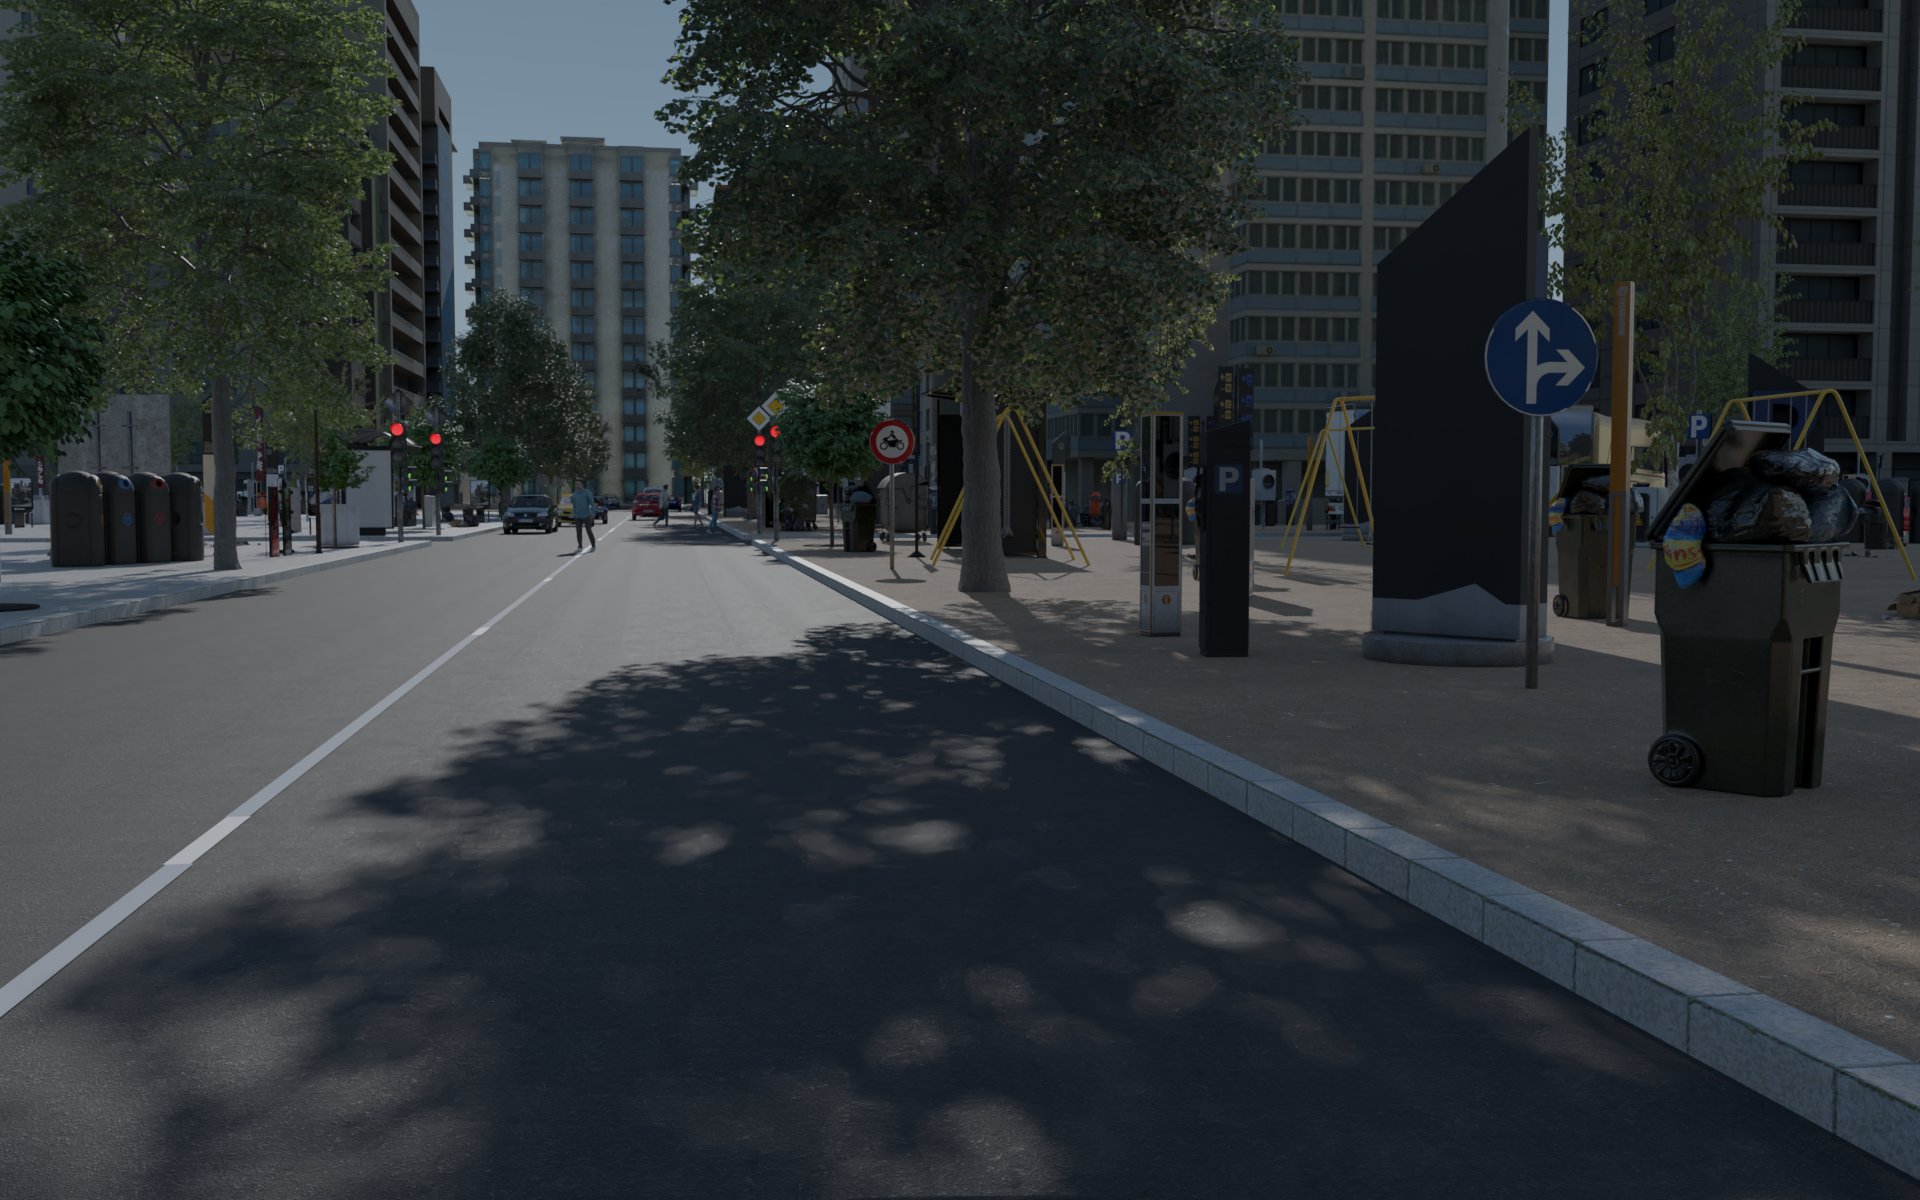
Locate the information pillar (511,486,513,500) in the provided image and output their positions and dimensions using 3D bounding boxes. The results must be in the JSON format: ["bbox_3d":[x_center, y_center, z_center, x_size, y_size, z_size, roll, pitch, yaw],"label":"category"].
[{"bbox_3d":[-28.136,-7.179,108.735,0.183,3.616,0.504,0,4,-5],"label":"information pillar"}]

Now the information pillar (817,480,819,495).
[{"bbox_3d":[-9.924,-7.871,120.052,0.183,3.616,0.504,-3,5,-40],"label":"information pillar"}]

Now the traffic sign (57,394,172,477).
[{"bbox_3d":[-17.259,-2.537,35.347,2.265,3.308,0.079,0,4,-2],"label":"traffic sign"}]

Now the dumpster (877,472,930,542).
[{"bbox_3d":[-1.524,-2.529,47.110,1.264,1.857,1.865,-1,4,-10],"label":"dumpster"}]

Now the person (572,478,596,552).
[{"bbox_3d":[-9.296,-2.104,42.913,0.660,1.820,0.620,1,4,16],"label":"person"}]

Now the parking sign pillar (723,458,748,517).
[{"bbox_3d":[-12.843,-6.764,99.062,1.447,3.967,1.447,1,4,10],"label":"parking sign pillar"}]

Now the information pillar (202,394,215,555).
[{"bbox_3d":[-15.663,-2.760,36.480,0.504,3.616,0.183,-1,4,-8],"label":"information pillar"}]

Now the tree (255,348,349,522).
[{"bbox_3d":[-33.833,-8.476,88.939,4.737,8.622,4.395,0,3,0],"label":"tree"}]

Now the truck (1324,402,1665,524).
[{"bbox_3d":[17.341,-4.043,55.013,11.283,4.237,2.839,-1,4,-10],"label":"truck"}]

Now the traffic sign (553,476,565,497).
[{"bbox_3d":[-28.635,-7.562,123.649,0.884,2.594,0.081,0,4,-4],"label":"traffic sign"}]

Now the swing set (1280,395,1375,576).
[{"bbox_3d":[7.191,-1.799,27.037,2.862,2.851,3.119,-3,5,-44],"label":"swing set"}]

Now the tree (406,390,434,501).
[{"bbox_3d":[-38.557,-10.480,121.714,4.360,8.622,3.978,0,3,0],"label":"tree"}]

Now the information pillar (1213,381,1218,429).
[{"bbox_3d":[4.870,-2.515,32.475,0.183,3.616,0.504,-1,4,-12],"label":"information pillar"}]

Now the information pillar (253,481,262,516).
[{"bbox_3d":[-40.991,-5.907,101.066,0.304,2.012,0.304,2,4,33],"label":"information pillar"}]

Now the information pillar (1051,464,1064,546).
[{"bbox_3d":[2.413,-2.342,42.783,0.304,2.012,0.304,0,4,7],"label":"information pillar"}]

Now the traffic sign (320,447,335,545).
[{"bbox_3d":[-15.191,-2.563,42.016,0.768,2.556,0.104,0,4,-5],"label":"traffic sign"}]

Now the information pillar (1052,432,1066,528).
[{"bbox_3d":[3.709,-4.494,64.826,0.504,3.616,0.183,-1,4,-13],"label":"information pillar"}]

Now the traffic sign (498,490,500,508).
[{"bbox_3d":[-28.253,-6.484,106.125,0.768,2.556,0.104,0,4,-5],"label":"traffic sign"}]

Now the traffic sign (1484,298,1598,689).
[{"bbox_3d":[3.775,-0.688,11.361,0.768,2.556,0.104,0,4,-7],"label":"traffic sign"}]

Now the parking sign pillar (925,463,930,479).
[{"bbox_3d":[-1.740,-7.791,115.855,1.447,3.967,1.447,3,4,38],"label":"parking sign pillar"}]

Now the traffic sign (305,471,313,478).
[{"bbox_3d":[-21.753,-3.596,58.796,0.884,2.594,0.081,-1,4,-10],"label":"traffic sign"}]

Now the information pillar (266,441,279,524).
[{"bbox_3d":[-29.048,-5.003,73.151,0.504,3.616,0.183,0,4,-6],"label":"information pillar"}]

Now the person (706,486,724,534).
[{"bbox_3d":[-8.837,-3.245,62.399,0.643,1.720,0.563,-1,4,-10],"label":"person"}]

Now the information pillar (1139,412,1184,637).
[{"bbox_3d":[1.815,-0.681,15.629,0.304,2.012,0.304,-1,4,-14],"label":"information pillar"}]

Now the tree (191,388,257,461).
[{"bbox_3d":[-50.382,-10.326,119.191,4.360,8.622,3.978,0,3,0],"label":"tree"}]

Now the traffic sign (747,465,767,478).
[{"bbox_3d":[-6.721,-3.558,58.185,0.884,2.594,0.081,0,4,-3],"label":"traffic sign"}]

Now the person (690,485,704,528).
[{"bbox_3d":[-11.110,-3.960,73.273,0.654,1.822,0.581,-2,4,-26],"label":"person"}]

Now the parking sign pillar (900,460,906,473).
[{"bbox_3d":[-3.509,-7.704,114.435,1.447,3.967,1.447,-2,4,-29],"label":"parking sign pillar"}]

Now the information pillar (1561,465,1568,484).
[{"bbox_3d":[15.409,-2.404,43.794,0.304,2.012,0.304,-3,5,-41],"label":"information pillar"}]

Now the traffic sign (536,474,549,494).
[{"bbox_3d":[-26.057,-6.605,108.104,0.768,2.556,0.104,0,4,-4],"label":"traffic sign"}]

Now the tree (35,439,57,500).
[{"bbox_3d":[-47.549,-8.749,93.405,4.737,8.622,4.395,0,3,0],"label":"tree"}]

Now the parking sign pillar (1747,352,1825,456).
[{"bbox_3d":[15.572,-2.706,32.721,1.447,3.967,1.447,1,4,15],"label":"parking sign pillar"}]

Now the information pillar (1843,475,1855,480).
[{"bbox_3d":[33.645,-3.737,65.594,0.304,2.012,0.304,-1,4,-18],"label":"information pillar"}]

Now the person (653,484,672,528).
[{"bbox_3d":[-12.382,-3.900,72.116,0.795,1.843,0.661,-2,4,-29],"label":"person"}]

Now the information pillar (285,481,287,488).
[{"bbox_3d":[-36.910,-5.505,94.497,0.304,2.012,0.304,0,4,4],"label":"information pillar"}]

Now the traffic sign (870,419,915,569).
[{"bbox_3d":[-1.161,-1.801,29.560,0.768,2.556,0.104,0,4,-6],"label":"traffic sign"}]

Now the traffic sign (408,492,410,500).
[{"bbox_3d":[-24.551,-4.711,77.125,0.768,2.556,0.104,0,4,-2],"label":"traffic sign"}]

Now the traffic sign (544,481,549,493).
[{"bbox_3d":[-30.282,-7.703,126.057,0.768,2.556,0.104,0,4,-1],"label":"traffic sign"}]

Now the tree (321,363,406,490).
[{"bbox_3d":[-34.707,-9.050,98.335,4.360,8.622,3.978,0,3,0],"label":"tree"}]

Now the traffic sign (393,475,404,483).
[{"bbox_3d":[-23.065,-4.294,71.393,0.795,2.450,0.064,0,4,-1],"label":"traffic sign"}]

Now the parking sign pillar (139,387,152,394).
[{"bbox_3d":[-20.886,-3.353,43.298,1.447,3.967,1.447,3,4,36],"label":"parking sign pillar"}]

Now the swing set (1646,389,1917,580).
[{"bbox_3d":[12.834,-1.817,27.327,2.862,2.851,3.119,0,4,-3],"label":"swing set"}]

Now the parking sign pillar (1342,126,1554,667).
[{"bbox_3d":[3.880,-1.525,13.413,1.447,3.967,1.447,-3,5,-43],"label":"parking sign pillar"}]

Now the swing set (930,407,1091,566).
[{"bbox_3d":[0.873,-2.133,32.502,2.862,2.851,3.119,0,4,-2],"label":"swing set"}]

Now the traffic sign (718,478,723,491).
[{"bbox_3d":[-15.178,-6.639,110.684,0.606,2.300,0.079,0,4,-5],"label":"traffic sign"}]

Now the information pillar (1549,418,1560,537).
[{"bbox_3d":[17.634,-3.683,51.567,0.183,3.616,0.504,-2,4,-24],"label":"information pillar"}]
